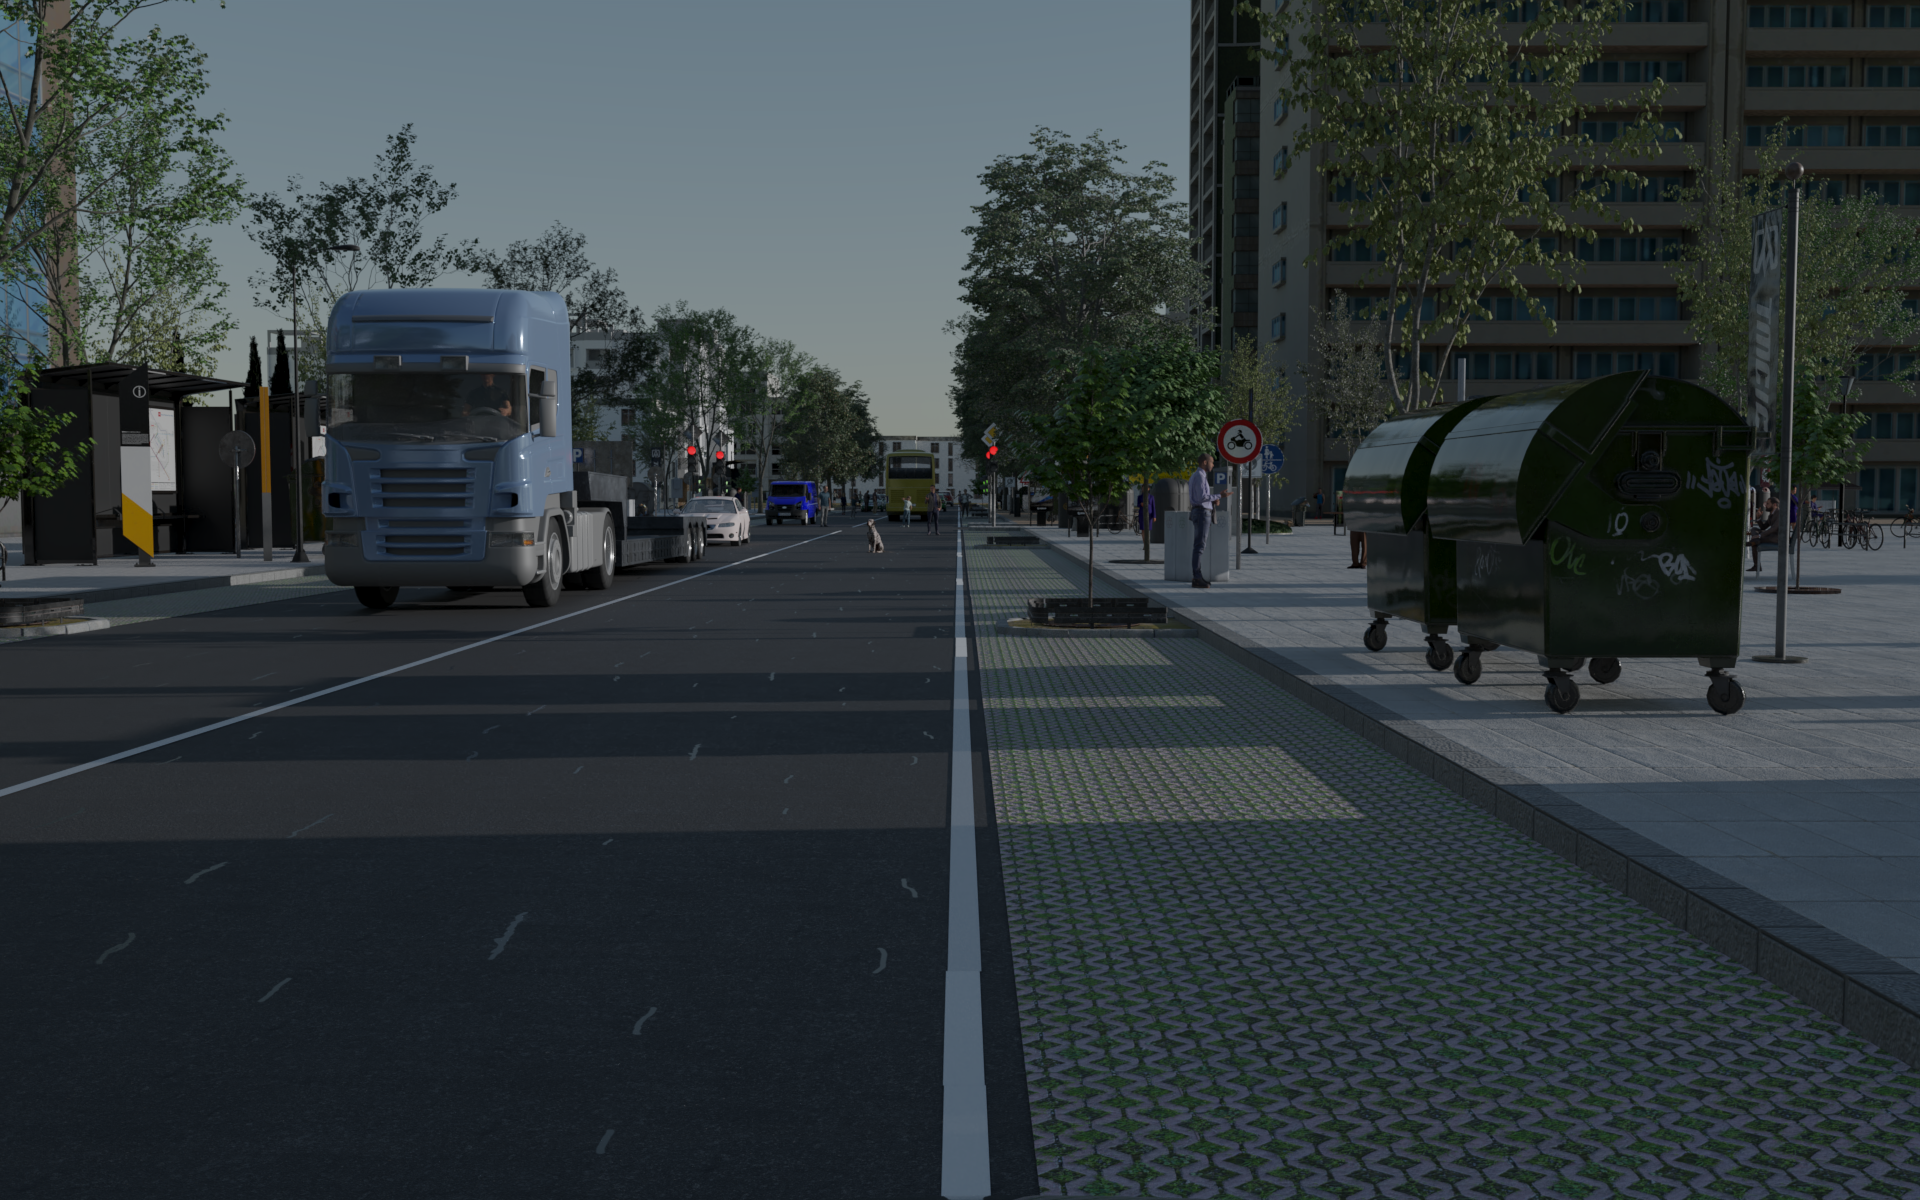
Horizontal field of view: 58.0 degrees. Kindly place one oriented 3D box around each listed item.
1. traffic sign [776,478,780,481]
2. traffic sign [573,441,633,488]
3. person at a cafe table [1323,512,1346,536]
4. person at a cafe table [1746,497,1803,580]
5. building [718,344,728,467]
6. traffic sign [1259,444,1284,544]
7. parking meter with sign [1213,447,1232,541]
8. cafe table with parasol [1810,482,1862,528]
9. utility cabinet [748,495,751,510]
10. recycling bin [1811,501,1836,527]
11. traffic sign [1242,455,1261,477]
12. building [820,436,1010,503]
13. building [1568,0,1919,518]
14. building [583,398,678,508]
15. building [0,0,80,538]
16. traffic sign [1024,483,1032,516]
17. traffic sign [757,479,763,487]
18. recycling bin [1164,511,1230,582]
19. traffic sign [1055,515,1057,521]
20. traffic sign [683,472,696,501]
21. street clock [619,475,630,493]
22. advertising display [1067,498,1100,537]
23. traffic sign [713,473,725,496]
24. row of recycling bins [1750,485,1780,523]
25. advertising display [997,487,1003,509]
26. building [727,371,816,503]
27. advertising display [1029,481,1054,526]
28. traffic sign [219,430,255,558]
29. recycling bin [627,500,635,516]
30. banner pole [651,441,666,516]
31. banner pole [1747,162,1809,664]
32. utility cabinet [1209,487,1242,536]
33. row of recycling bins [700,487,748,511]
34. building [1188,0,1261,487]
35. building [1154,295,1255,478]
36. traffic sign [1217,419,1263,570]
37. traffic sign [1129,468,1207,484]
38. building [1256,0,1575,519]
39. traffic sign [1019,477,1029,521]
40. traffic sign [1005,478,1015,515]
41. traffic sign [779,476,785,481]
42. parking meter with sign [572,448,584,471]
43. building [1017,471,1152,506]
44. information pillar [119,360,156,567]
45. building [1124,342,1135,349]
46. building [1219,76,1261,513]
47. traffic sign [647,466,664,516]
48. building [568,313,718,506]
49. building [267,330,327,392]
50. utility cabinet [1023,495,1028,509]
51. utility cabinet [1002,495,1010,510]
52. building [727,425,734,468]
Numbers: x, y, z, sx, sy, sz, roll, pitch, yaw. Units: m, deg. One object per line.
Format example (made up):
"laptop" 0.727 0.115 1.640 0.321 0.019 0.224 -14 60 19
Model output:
"traffic sign" -14.105 -8.314 136.039 0.768 2.556 0.104 0 4 2
"traffic sign" -13.668 -4.433 66.345 2.265 3.308 0.079 0 4 2
"person at a cafe table" 12.334 -2.597 53.314 1.698 1.238 1.726 -1 4 -12
"person at a cafe table" 11.751 -0.935 26.155 1.726 1.238 1.698 1 4 21
"building" -34.553 -20.814 196.735 16.016 20.091 11.380 0 3 0
"traffic sign" 7.875 -2.701 44.264 0.768 2.556 0.104 0 4 6
"parking meter with sign" 7.214 -3.149 47.745 0.543 3.016 1.738 1 4 18
"cafe table with parasol" 32.657 -3.665 64.792 2.610 1.966 2.610 0 4 -7
"utility cabinet" -17.329 -7.912 140.515 0.306 1.237 1.020 2 4 24
"recycling bin" 33.551 -3.351 67.339 0.722 1.027 0.722 1 4 12
"traffic sign" 7.358 -2.562 44.025 0.606 2.300 0.079 0 4 4
"building" -6.353 -19.019 253.108 28.070 9.664 9.099 0 3 0
"building" 49.917 -29.096 99.428 21.600 48.544 21.300 0 3 0
"building" -31.415 -13.676 165.744 9.099 9.664 28.070 0 3 0
"building" -34.717 -24.244 46.503 14.200 45.320 14.600 0 3 0
"traffic sign" 4.132 -6.130 100.232 0.884 2.594 0.081 0 4 4
"traffic sign" -16.040 -8.416 137.599 0.884 2.594 0.081 1 4 9
"recycling bin" 3.498 -0.797 25.589 0.722 1.027 0.722 -2 4 -25
"traffic sign" 4.629 -5.105 83.581 0.768 2.556 0.104 0 4 3
"traffic sign" -15.258 -5.980 97.881 0.768 2.556 0.104 0 4 2
"street clock" -12.681 -3.709 65.211 0.471 2.002 0.358 1 4 18
"advertising display" 3.668 -2.834 51.545 0.974 1.923 0.123 1 4 12
"traffic sign" -13.870 -6.100 99.832 0.768 2.556 0.104 0 4 2
"row of recycling bins" 35.287 -4.283 77.142 3.534 1.692 1.069 -2 4 -28
"advertising display" 3.703 -8.870 150.233 0.974 1.923 0.123 -1 4 -12
"building" -36.134 -23.939 257.855 31.486 18.905 16.747 0 3 0
"advertising display" 3.235 -3.886 68.757 0.974 1.923 0.123 0 4 -4
"traffic sign" -14.434 -2.109 34.581 0.768 2.556 0.104 0 4 8
"recycling bin" -15.188 -4.031 78.457 0.722 1.027 0.722 0 4 8
"banner pole" -14.100 -5.583 81.298 0.863 3.779 0.401 0 4 2
"banner pole" 6.284 -1.431 13.407 0.401 3.779 0.863 0 4 -2
"utility cabinet" 7.982 -2.698 52.784 1.173 1.500 0.318 0 4 -4
"row of recycling bins" -14.837 -6.229 108.952 3.534 1.692 1.069 -3 5 -43
"building" 27.858 -42.885 139.419 20.563 71.187 20.611 0 3 0
"building" 25.837 -19.013 167.283 16.016 20.091 11.380 0 3 0
"traffic sign" 4.732 -1.790 29.368 0.768 2.556 0.104 0 4 4
"traffic sign" 5.946 -3.415 49.701 2.265 3.308 0.079 0 4 8
"building" 28.317 -29.035 98.426 21.600 48.544 21.300 0 3 0
"traffic sign" 3.295 -5.095 83.313 0.884 2.594 0.081 0 4 6
"traffic sign" 3.047 -6.312 105.324 0.606 2.300 0.079 0 4 6
"traffic sign" -12.568 -7.468 122.109 0.884 2.594 0.081 0 4 5
"parking meter with sign" -14.845 -4.207 65.048 0.543 3.016 1.738 2 4 25
"building" 21.717 -19.036 253.391 28.070 9.664 9.099 0 3 0
"information pillar" -14.410 -2.383 30.318 0.504 3.616 0.183 -2 4 -26
"building" 25.401 -21.421 206.659 16.016 20.091 11.380 0 3 0
"building" 25.427 -21.507 123.334 14.160 30.474 14.107 0 3 0
"traffic sign" -13.813 -4.802 78.617 0.768 2.556 0.104 0 4 2
"building" -35.050 -20.103 185.110 16.016 20.091 11.380 0 3 0
"building" -73.525 -21.358 205.628 11.380 20.091 16.016 0 3 0
"utility cabinet" 5.686 -8.368 147.971 0.306 1.237 1.020 -2 4 -27
"utility cabinet" 3.814 -7.687 136.841 1.020 1.237 0.306 3 5 43
"building" -41.774 -16.326 209.083 28.070 9.664 9.099 0 3 0
